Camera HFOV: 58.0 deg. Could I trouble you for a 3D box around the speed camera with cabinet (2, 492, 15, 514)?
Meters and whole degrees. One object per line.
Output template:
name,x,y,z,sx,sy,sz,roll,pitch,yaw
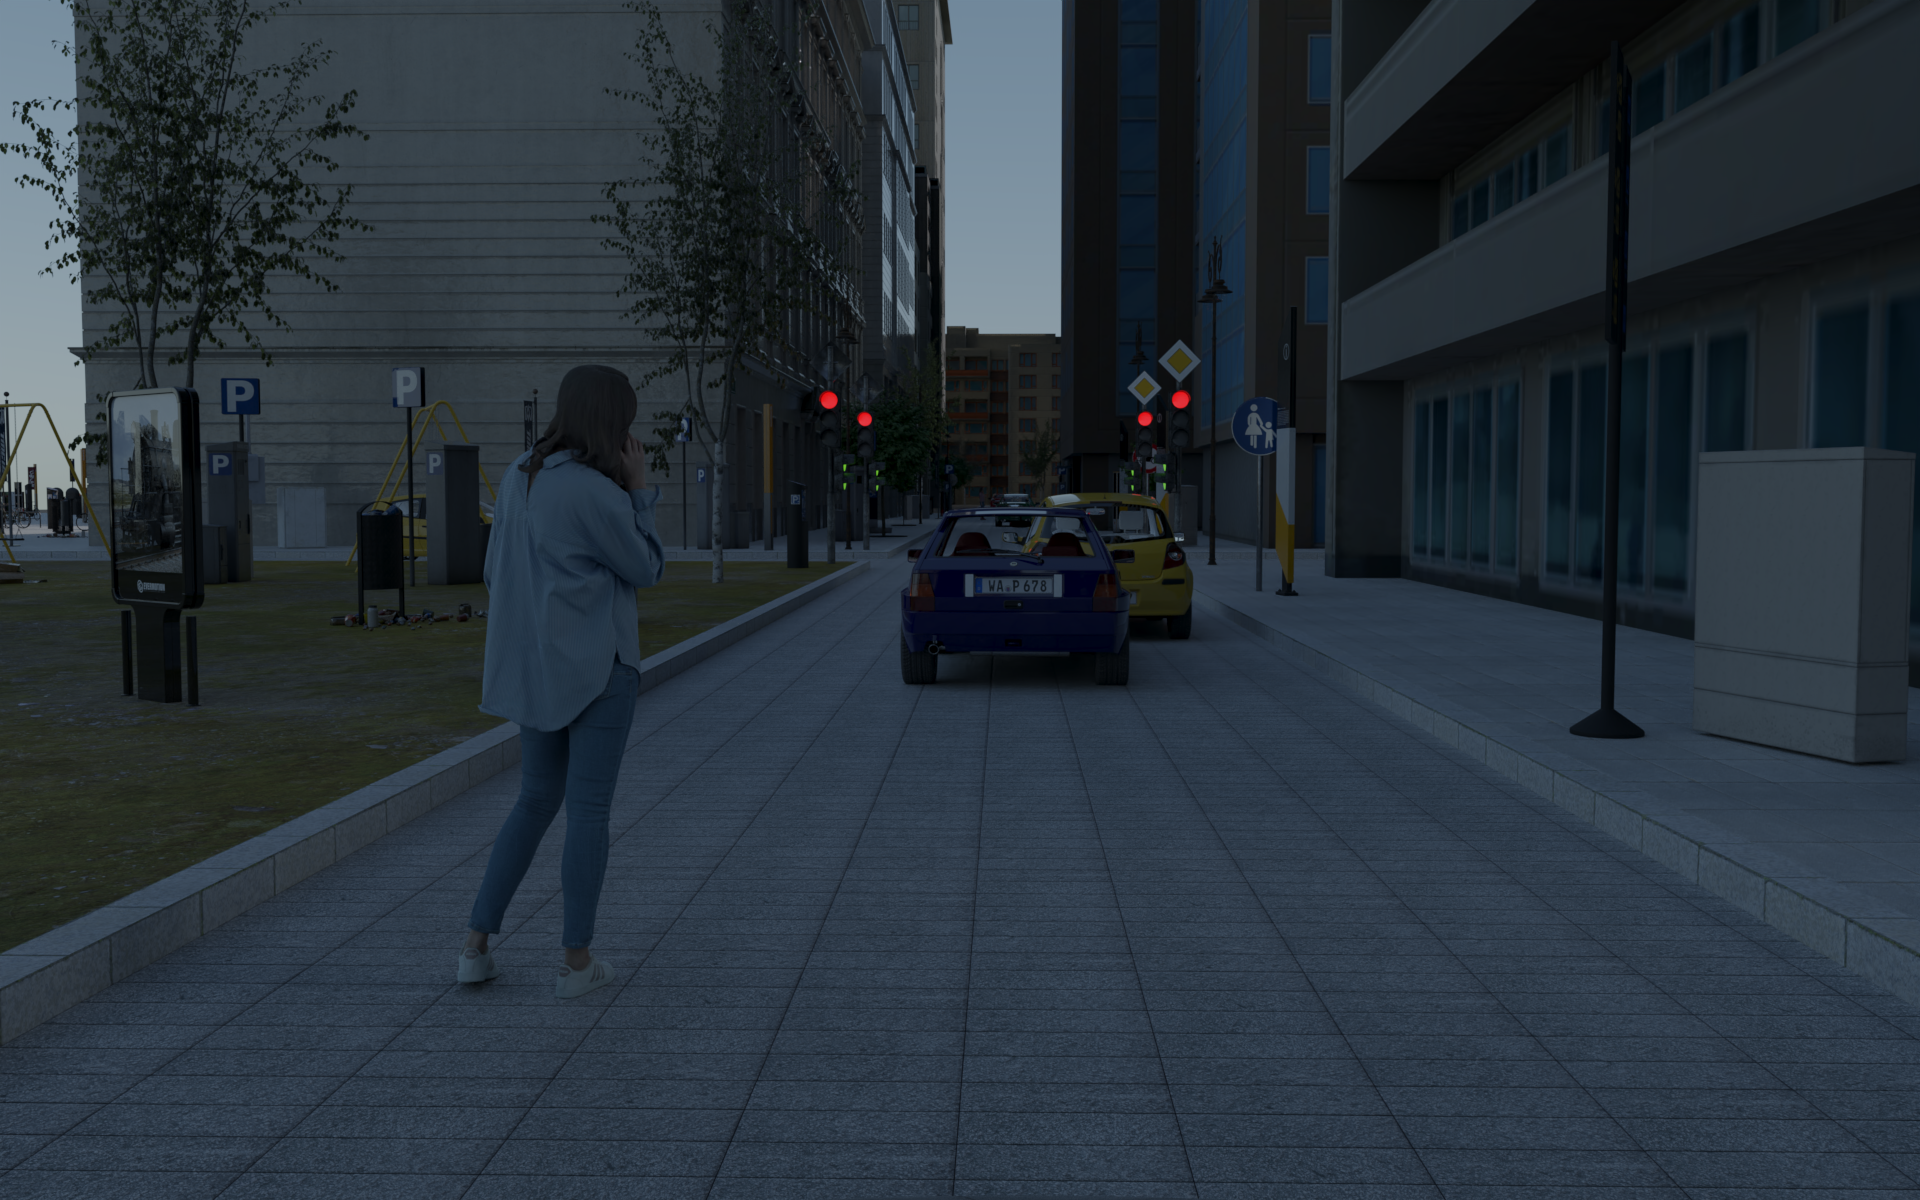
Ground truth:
speed camera with cabinet,-62.174,-7.214,112.286,2.038,3.252,0.660,-2,4,-29

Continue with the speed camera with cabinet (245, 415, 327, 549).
speed camera with cabinet,-15.944,-2.822,40.477,2.038,3.252,0.660,-3,4,-37

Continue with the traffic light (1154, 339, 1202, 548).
traffic light,3.965,-2.607,31.550,0.839,4.253,0.868,0,4,2

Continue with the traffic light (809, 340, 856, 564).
traffic light,-2.345,-2.617,31.701,0.839,4.253,0.868,0,4,2

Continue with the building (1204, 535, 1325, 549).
building,14.092,-24.183,45.506,14.200,45.320,14.600,0,4,2

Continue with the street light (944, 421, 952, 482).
street light,-0.772,-8.241,107.536,0.468,5.910,1.993,0,4,2

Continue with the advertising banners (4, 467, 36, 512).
advertising banners,-59.832,-6.972,110.184,0.090,3.025,2.074,3,5,44

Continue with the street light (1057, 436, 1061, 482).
street light,6.585,-8.614,113.628,0.468,5.910,1.993,0,4,2

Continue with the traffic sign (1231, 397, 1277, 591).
traffic sign,3.947,-1.387,22.783,0.768,2.556,0.104,0,4,7

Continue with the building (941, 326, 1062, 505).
building,0.491,-22.552,213.758,28.899,21.520,27.650,0,4,2

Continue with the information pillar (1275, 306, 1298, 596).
information pillar,4.125,-1.868,21.894,0.183,3.616,0.504,-1,4,-9

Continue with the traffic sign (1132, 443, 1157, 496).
traffic sign,4.660,-2.621,42.964,0.768,2.556,0.104,0,4,7

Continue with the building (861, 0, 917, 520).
building,-8.784,-19.708,99.721,11.434,29.767,29.804,0,4,2

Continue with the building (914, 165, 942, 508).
building,-8.885,-23.260,152.004,14.160,30.474,14.107,0,4,2

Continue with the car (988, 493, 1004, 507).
car,3.442,-8.428,146.836,2.155,1.783,4.494,0,3,0

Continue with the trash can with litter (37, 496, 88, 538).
trash can with litter,-26.573,-2.470,51.437,2.233,1.210,1.678,3,5,44

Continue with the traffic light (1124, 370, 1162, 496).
traffic light,4.177,-3.096,39.533,0.839,4.253,0.868,0,4,2

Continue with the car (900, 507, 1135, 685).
car,0.492,-0.108,14.348,1.945,1.354,3.894,0,4,3

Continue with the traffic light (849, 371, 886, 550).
traffic light,-2.133,-3.105,39.684,0.839,4.253,0.868,0,4,2

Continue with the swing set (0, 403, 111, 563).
swing set,-17.133,-2.006,30.415,3.119,2.851,2.862,2,4,27

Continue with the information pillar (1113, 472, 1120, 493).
information pillar,5.222,-3.206,56.909,0.304,2.012,0.304,-1,4,-18

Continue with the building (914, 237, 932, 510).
building,-16.530,-17.439,130.170,27.650,21.520,28.899,0,4,2

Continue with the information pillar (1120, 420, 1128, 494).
information pillar,5.151,-3.864,54.529,0.183,3.616,0.504,-1,4,-18

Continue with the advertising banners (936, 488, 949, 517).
advertising banners,-1.012,-6.294,99.095,0.090,3.025,2.074,1,4,21

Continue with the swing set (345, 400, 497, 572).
swing set,-9.209,-2.001,30.332,2.862,2.851,3.119,-1,4,-22

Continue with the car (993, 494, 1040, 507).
car,2.515,-4.006,77.303,2.131,1.459,4.920,0,4,3

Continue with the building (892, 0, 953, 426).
building,-14.894,-35.776,174.180,27.495,52.752,28.713,0,4,2

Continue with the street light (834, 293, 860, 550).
street light,-2.581,-4.107,39.939,0.468,5.910,1.993,0,4,2

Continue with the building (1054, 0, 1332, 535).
building,10.984,-25.396,65.329,14.600,45.320,14.200,0,4,2

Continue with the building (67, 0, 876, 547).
building,-13.007,-17.523,62.917,17.030,29.872,44.131,0,4,2

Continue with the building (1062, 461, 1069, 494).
building,17.530,-47.975,97.059,22.319,86.520,31.000,0,4,2

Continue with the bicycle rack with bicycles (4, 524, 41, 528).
bicycle rack with bicycles,-35.923,-3.157,65.007,2.925,0.926,2.852,1,4,20

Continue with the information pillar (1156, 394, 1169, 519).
information pillar,4.735,-3.007,40.524,0.183,3.616,0.504,-1,4,-21

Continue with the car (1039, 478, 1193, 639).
car,1.463,-0.508,18.535,2.015,1.641,3.980,0,4,1

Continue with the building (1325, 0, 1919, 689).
building,16.110,-23.935,15.040,21.300,48.544,21.600,0,4,2

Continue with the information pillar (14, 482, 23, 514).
information pillar,-56.806,-6.116,104.484,0.304,2.012,0.304,1,4,9

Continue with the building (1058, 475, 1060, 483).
building,20.716,-45.172,176.817,20.563,71.187,20.611,0,4,2

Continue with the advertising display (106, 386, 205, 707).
advertising display,-4.974,-0.336,10.709,0.974,1.923,0.123,3,5,40

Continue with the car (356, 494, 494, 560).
car,-10.365,-1.565,35.814,3.980,1.641,2.015,0,4,3

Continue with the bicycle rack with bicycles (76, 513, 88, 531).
bicycle rack with bicycles,-29.144,-2.868,60.277,2.925,0.926,2.852,-2,4,-27

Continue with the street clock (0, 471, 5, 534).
street clock,-30.662,-3.100,55.258,0.471,2.002,0.358,3,4,38

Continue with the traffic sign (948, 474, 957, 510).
traffic sign,-0.547,-6.729,110.128,0.768,2.556,0.104,0,4,3

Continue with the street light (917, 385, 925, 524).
street light,-1.686,-6.182,73.865,0.468,5.910,1.993,0,4,2

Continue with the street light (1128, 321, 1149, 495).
street light,4.765,-4.499,46.350,0.468,5.910,1.993,0,4,2

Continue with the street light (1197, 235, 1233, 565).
street light,4.564,-3.571,31.170,0.468,5.910,1.993,0,4,2
